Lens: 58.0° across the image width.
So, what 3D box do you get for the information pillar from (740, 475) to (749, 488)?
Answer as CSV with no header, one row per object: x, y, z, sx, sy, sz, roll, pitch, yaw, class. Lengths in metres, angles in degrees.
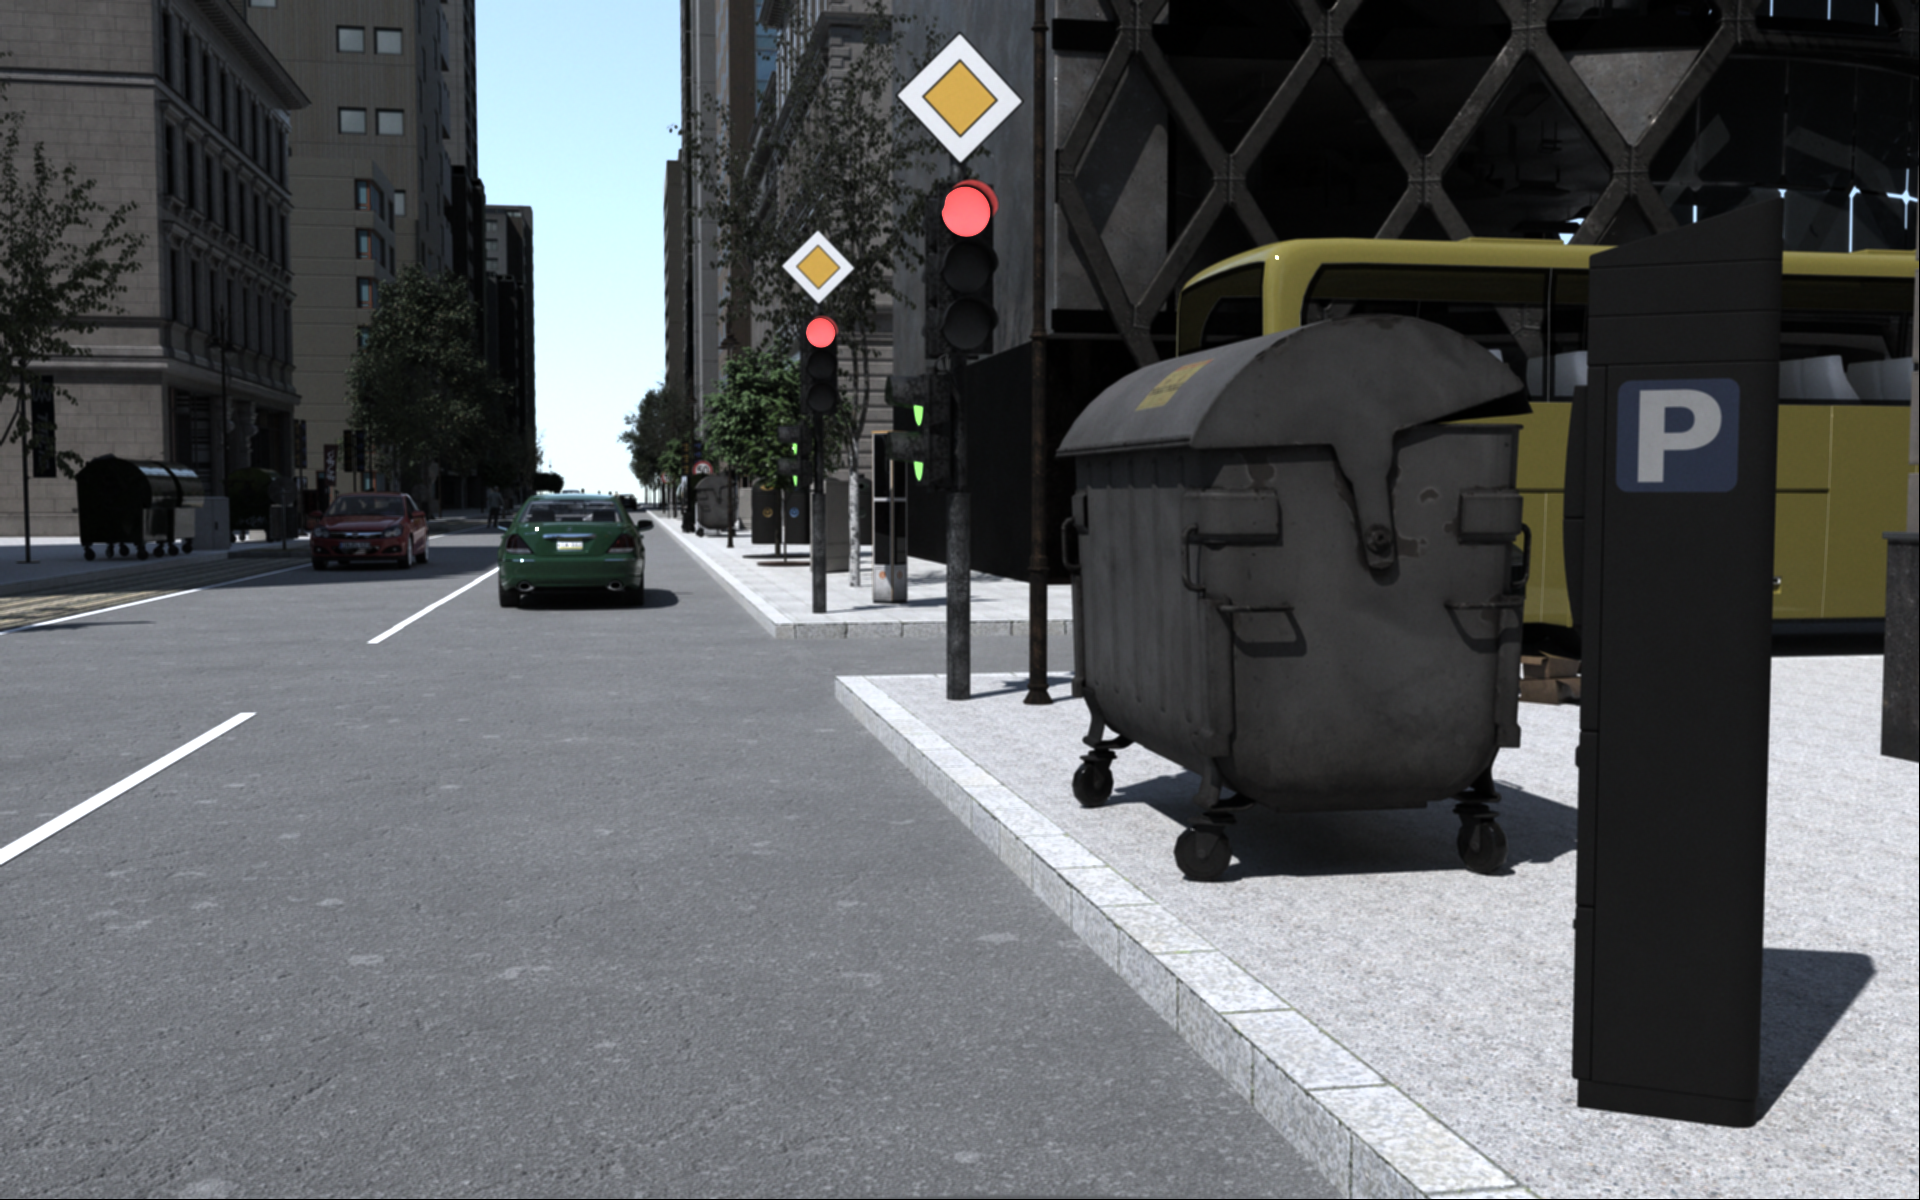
-8.451,-3.883,67.987,0.304,2.012,0.304,-1,4,-15,information pillar

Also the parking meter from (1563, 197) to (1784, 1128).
1.474,0.128,3.622,0.399,1.863,0.255,2,4,23,parking meter

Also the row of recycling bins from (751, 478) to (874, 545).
-3.724,-2.272,44.254,3.534,1.692,1.069,1,4,21,row of recycling bins

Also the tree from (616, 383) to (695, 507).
-30.660,-16.014,178.844,9.611,12.733,9.660,0,3,0,tree

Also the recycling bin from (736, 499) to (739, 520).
-11.123,-4.447,85.264,0.722,1.027,0.722,-3,5,-39,recycling bin

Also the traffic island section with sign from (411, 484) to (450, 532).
-20.486,-3.498,65.824,1.989,1.847,2.006,-1,4,-11,traffic island section with sign

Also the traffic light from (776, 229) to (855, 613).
-1.534,-1.813,18.562,0.839,4.253,0.868,-1,4,-11,traffic light

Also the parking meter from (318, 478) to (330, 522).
-23.351,-3.540,63.586,0.255,1.863,0.399,1,4,12,parking meter

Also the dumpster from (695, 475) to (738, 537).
-7.330,-2.842,52.220,1.264,1.857,1.865,-1,4,-11,dumpster

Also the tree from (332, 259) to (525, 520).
-26.155,-10.262,84.791,9.611,12.733,9.660,0,3,0,tree

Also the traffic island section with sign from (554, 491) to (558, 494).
-45.435,-11.445,195.757,1.989,1.847,2.006,-1,4,-11,traffic island section with sign

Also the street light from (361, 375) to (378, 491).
-22.925,-5.782,67.329,0.468,5.910,1.993,-1,4,-11,street light

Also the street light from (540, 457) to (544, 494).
-48.194,-13.866,199.498,0.468,5.910,1.993,-1,4,-11,street light

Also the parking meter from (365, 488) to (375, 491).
-23.767,-3.753,69.766,0.372,1.533,0.369,0,3,0,parking meter

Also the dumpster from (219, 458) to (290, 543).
-18.850,-2.681,46.327,1.502,2.255,1.985,-1,4,-11,dumpster

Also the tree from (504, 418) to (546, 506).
-42.077,-13.176,165.784,4.360,8.622,3.978,0,3,0,tree

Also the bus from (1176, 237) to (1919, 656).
8.262,-1.521,16.421,12.252,3.916,2.896,-1,4,-11,bus

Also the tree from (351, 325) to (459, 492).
-24.597,-7.698,76.217,4.737,8.622,4.395,0,3,0,tree

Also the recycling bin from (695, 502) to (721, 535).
-7.852,-2.539,54.060,0.722,1.027,0.722,0,4,-1,recycling bin

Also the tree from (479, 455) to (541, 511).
-36.011,-9.264,135.187,4.285,4.588,4.351,0,3,0,tree

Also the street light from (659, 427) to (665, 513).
-20.020,-8.820,116.992,0.468,5.910,1.993,-1,4,-11,street light

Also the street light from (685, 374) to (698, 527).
-10.370,-5.763,67.020,0.468,5.910,1.993,-1,4,-11,street light

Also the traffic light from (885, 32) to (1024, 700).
-0.029,-1.333,10.719,0.839,4.253,0.868,-1,4,-11,traffic light

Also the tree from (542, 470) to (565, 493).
-52.727,-14.267,216.985,4.285,4.588,4.351,0,3,0,tree

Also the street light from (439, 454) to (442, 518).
-27.582,-7.277,91.762,0.468,5.910,1.993,-1,4,-11,street light

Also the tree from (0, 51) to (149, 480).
-15.878,-4.763,28.242,4.737,8.622,4.395,0,3,0,tree

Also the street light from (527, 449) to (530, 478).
-43.396,-12.326,174.325,0.468,5.910,1.993,-1,4,-11,street light

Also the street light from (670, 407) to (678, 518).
-15.187,-7.298,92.108,0.468,5.910,1.993,-1,4,-11,street light

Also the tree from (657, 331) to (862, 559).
-3.660,-3.131,34.912,4.285,4.588,4.351,0,3,0,tree

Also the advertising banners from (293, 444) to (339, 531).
-22.721,-3.934,60.503,2.074,3.025,0.090,-2,4,-35,advertising banners

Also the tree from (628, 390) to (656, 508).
-16.625,-9.139,99.779,4.360,8.622,3.978,0,3,0,tree

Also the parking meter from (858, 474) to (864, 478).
-2.950,-2.693,49.746,0.255,1.863,0.399,3,4,36,parking meter

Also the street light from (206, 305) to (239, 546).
-18.011,-4.260,42.435,0.468,5.910,1.993,-1,4,-11,street light

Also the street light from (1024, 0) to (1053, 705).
0.479,-2.303,10.443,0.468,5.910,1.993,-1,4,-11,street light

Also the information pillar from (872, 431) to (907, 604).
-0.823,-0.968,20.321,0.304,2.012,0.304,2,4,35,information pillar

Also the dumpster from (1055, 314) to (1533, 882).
1.177,-0.043,6.457,1.264,1.857,1.865,-1,4,-11,dumpster

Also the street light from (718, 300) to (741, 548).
-5.510,-4.196,41.386,0.468,5.910,1.993,-1,4,-11,street light

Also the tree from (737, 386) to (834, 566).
-3.266,-2.235,31.149,1.663,3.219,1.824,0,3,0,tree

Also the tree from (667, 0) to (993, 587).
-1.701,-4.489,23.759,4.360,8.622,3.978,0,3,0,tree

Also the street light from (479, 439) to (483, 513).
-32.293,-8.814,116.900,0.468,5.910,1.993,-1,4,-11,street light

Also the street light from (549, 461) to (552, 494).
-53.303,-15.449,225.375,0.468,5.910,1.993,-1,4,-11,street light

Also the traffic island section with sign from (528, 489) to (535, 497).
-35.012,-8.129,141.530,1.989,1.847,2.006,-1,4,-11,traffic island section with sign

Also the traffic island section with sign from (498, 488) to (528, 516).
-29.934,-6.509,115.056,1.989,1.847,2.006,-1,4,-11,traffic island section with sign

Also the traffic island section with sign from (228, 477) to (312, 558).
-15.397,-1.879,39.351,1.989,1.847,2.006,-1,4,-11,traffic island section with sign

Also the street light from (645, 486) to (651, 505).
-40.353,-15.283,222.657,0.468,5.910,1.993,-1,4,-11,street light
